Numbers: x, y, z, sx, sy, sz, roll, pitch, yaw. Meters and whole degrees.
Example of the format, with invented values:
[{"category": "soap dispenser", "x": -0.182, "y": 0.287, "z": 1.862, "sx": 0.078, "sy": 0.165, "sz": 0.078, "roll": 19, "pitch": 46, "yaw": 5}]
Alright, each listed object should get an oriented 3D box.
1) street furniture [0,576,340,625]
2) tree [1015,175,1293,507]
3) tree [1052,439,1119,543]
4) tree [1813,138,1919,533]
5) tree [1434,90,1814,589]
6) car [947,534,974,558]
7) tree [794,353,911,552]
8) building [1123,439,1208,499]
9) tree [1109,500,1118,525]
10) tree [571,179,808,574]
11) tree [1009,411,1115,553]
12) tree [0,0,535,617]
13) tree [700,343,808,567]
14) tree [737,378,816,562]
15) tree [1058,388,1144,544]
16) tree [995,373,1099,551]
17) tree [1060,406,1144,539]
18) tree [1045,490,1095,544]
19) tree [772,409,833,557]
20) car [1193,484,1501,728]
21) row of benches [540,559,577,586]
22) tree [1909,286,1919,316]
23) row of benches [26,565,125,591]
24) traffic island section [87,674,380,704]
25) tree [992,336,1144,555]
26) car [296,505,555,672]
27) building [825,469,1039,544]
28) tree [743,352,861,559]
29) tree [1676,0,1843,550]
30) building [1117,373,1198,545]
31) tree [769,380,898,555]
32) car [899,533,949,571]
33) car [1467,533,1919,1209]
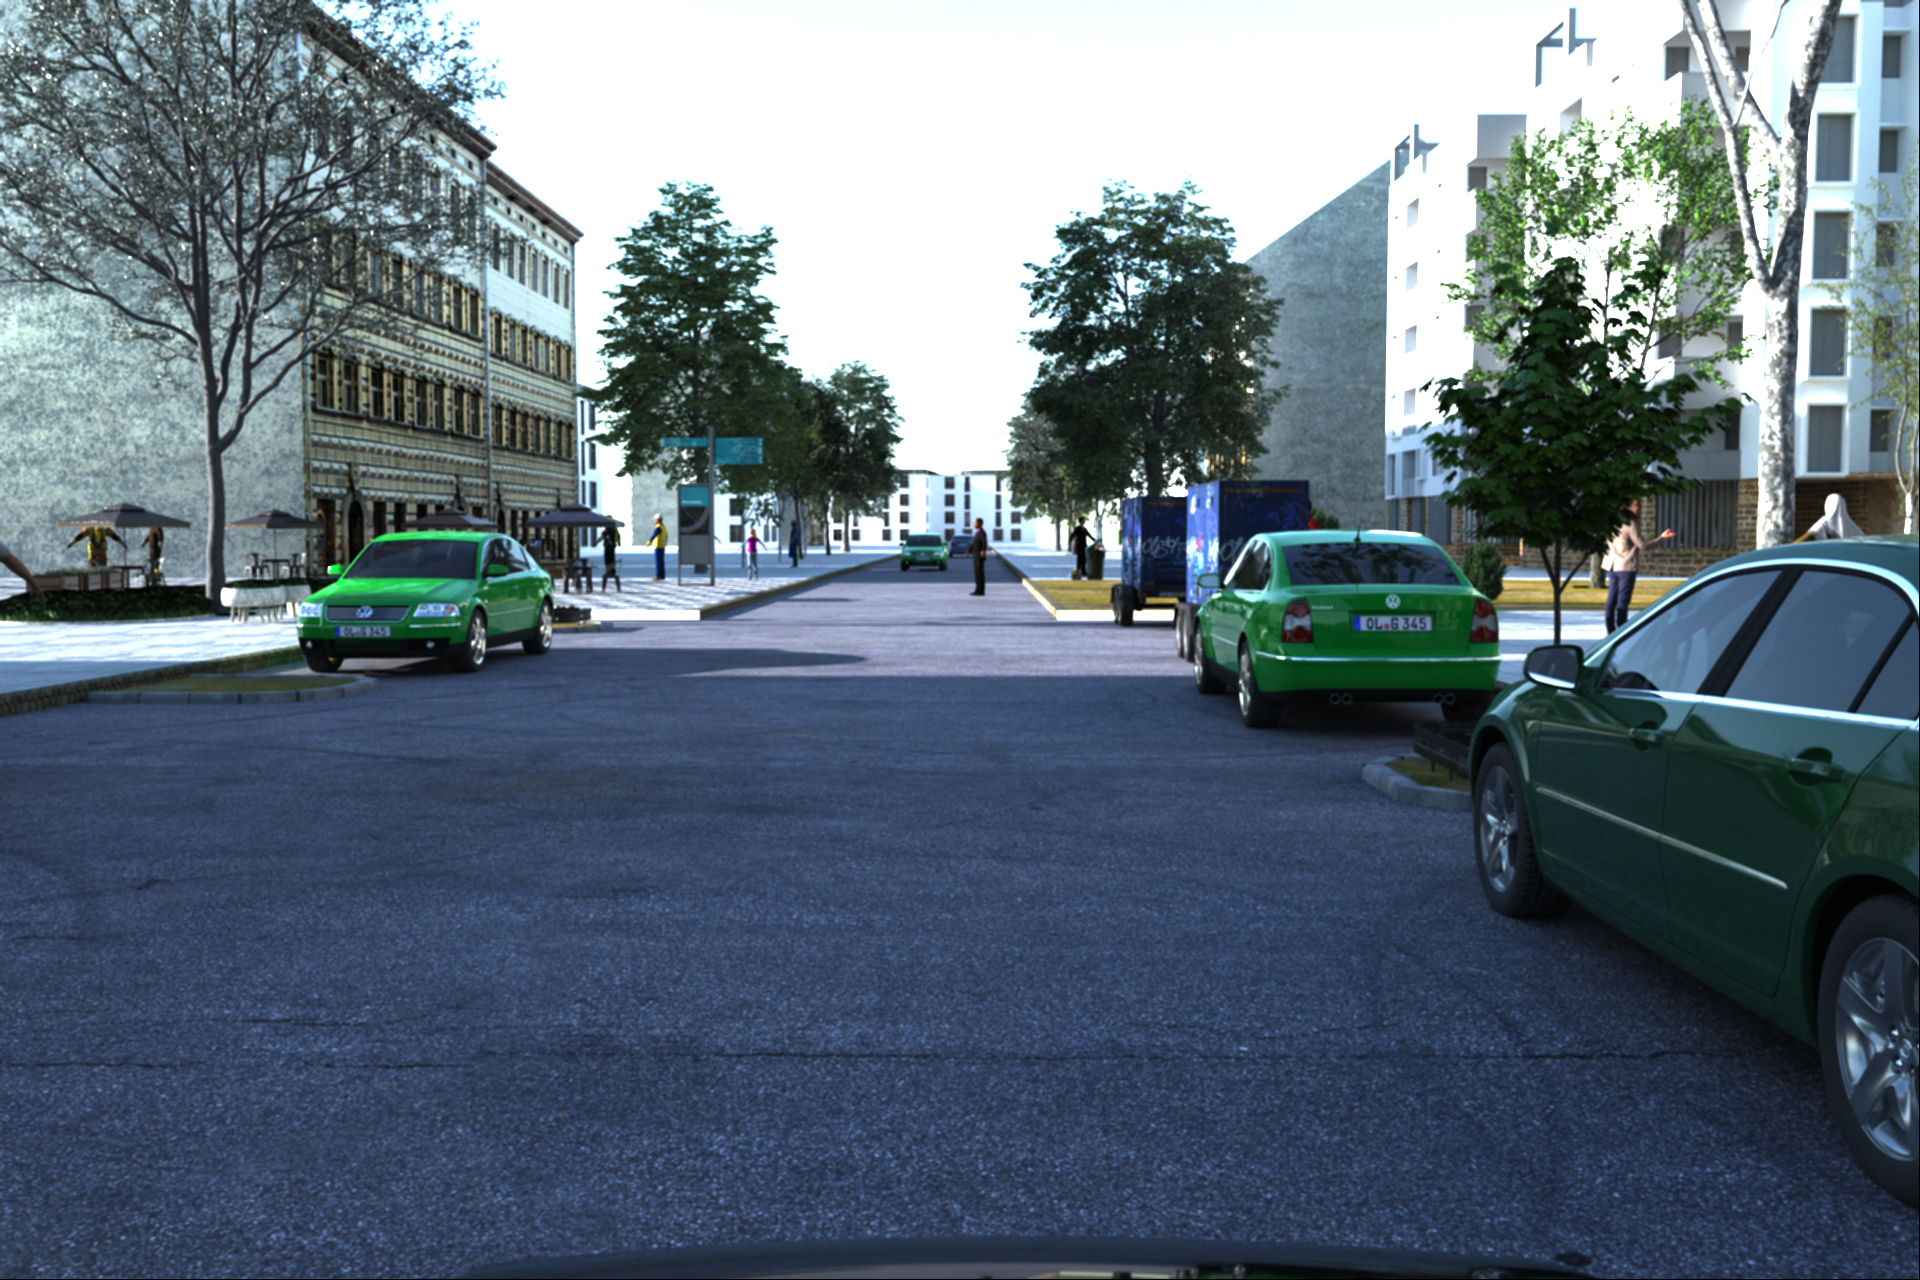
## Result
[{"category": "street furniture", "x": -11.625, "y": -0.837, "z": 29.313, "sx": 5.734, "sy": 0.657, "sz": 10.072, "roll": 1, "pitch": 4, "yaw": 10}, {"category": "tree", "x": 6.744, "y": -9.423, "z": 60.724, "sx": 9.857, "sy": 13.997, "sz": 8.962, "roll": 0, "pitch": 3, "yaw": 0}, {"category": "tree", "x": 7.300, "y": -8.874, "z": 95.454, "sx": 4.737, "sy": 8.622, "sz": 4.395, "roll": 0, "pitch": 3, "yaw": 0}, {"category": "tree", "x": 18.038, "y": -5.067, "z": 33.215, "sx": 4.360, "sy": 8.622, "sz": 3.978, "roll": 0, "pitch": 3, "yaw": 0}, {"category": "tree", "x": 15.321, "y": -7.036, "z": 40.787, "sx": 9.928, "sy": 11.665, "sz": 9.643, "roll": 0, "pitch": 3, "yaw": 0}, {"category": "car", "x": 0.178, "y": -5.796, "z": 106.766, "sx": 2.014, "sy": 1.417, "sz": 4.499, "roll": 0, "pitch": 3, "yaw": 0}, {"category": "tree", "x": -8.144, "y": -13.271, "z": 123.638, "sx": 9.857, "sy": 13.997, "sz": 8.962, "roll": 0, "pitch": 3, "yaw": 0}, {"category": "building", "x": 21.275, "y": -13.751, "z": 166.983, "sx": 9.099, "sy": 9.664, "sz": 28.070, "roll": 0, "pitch": 4, "yaw": 0}, {"category": "tree", "x": 22.966, "y": -18.754, "z": 224.747, "sx": 7.486, "sy": 12.596, "sz": 7.792, "roll": 0, "pitch": 3, "yaw": 0}, {"category": "tree", "x": -8.776, "y": -8.459, "z": 56.429, "sx": 7.486, "sy": 12.596, "sz": 7.792, "roll": 0, "pitch": 3, "yaw": 0}, {"category": "tree", "x": 7.583, "y": -11.331, "z": 119.670, "sx": 8.767, "sy": 10.594, "sz": 7.601, "roll": 0, "pitch": 4, "yaw": 2}, {"category": "tree", "x": -11.581, "y": -7.129, "z": 26.924, "sx": 12.009, "sy": 13.543, "sz": 11.850, "roll": 0, "pitch": 3, "yaw": 0}, {"category": "tree", "x": -8.170, "y": -7.090, "z": 66.283, "sx": 4.737, "sy": 8.622, "sz": 4.395, "roll": 0, "pitch": 3, "yaw": 0}, {"category": "tree", "x": -8.546, "y": -7.984, "z": 80.896, "sx": 4.737, "sy": 8.622, "sz": 4.395, "roll": 0, "pitch": 3, "yaw": 0}, {"category": "tree", "x": 6.625, "y": -7.982, "z": 80.862, "sx": 4.737, "sy": 8.622, "sz": 4.395, "roll": 0, "pitch": 3, "yaw": 0}, {"category": "tree", "x": 7.321, "y": -13.765, "z": 131.711, "sx": 9.857, "sy": 13.997, "sz": 8.962, "roll": 0, "pitch": 3, "yaw": 0}, {"category": "tree", "x": 6.761, "y": -8.387, "z": 87.492, "sx": 4.360, "sy": 8.622, "sz": 3.978, "roll": 0, "pitch": 3, "yaw": 0}, {"category": "tree", "x": 14.695, "y": -18.885, "z": 226.893, "sx": 7.486, "sy": 12.596, "sz": 7.792, "roll": 0, "pitch": 3, "yaw": 0}, {"category": "tree", "x": -8.717, "y": -8.952, "z": 96.734, "sx": 4.737, "sy": 8.622, "sz": 4.395, "roll": 0, "pitch": 3, "yaw": 0}, {"category": "car", "x": 2.999, "y": -0.329, "z": 14.167, "sx": 1.959, "sy": 1.807, "sz": 4.718, "roll": 0, "pitch": 4, "yaw": 0}, {"category": "row of benches", "x": -11.303, "y": -1.646, "z": 42.371, "sx": 4.104, "sy": 0.672, "sz": 1.422, "roll": -1, "pitch": 4, "yaw": -17}, {"category": "tree", "x": 28.693, "y": -8.065, "z": 42.225, "sx": 12.009, "sy": 13.543, "sz": 11.850, "roll": 0, "pitch": 3, "yaw": 0}, {"category": "row of benches", "x": -16.389, "y": -1.027, "z": 32.252, "sx": 1.422, "sy": 0.672, "sz": 4.104, "roll": -1, "pitch": 4, "yaw": -12}, {"category": "traffic island section", "x": -6.388, "y": 0.443, "z": 15.627, "sx": 1.991, "sy": 0.108, "sz": 1.994, "roll": 0, "pitch": 4, "yaw": 1}, {"category": "tree", "x": 7.017, "y": -12.044, "z": 107.291, "sx": 12.009, "sy": 13.543, "sz": 11.850, "roll": 0, "pitch": 3, "yaw": 0}, {"category": "car", "x": -5.845, "y": -0.645, "z": 19.349, "sx": 1.959, "sy": 1.807, "sz": 4.718, "roll": 0, "pitch": 4, "yaw": 1}, {"category": "building", "x": -3.935, "y": -17.063, "z": 223.587, "sx": 28.070, "sy": 9.664, "sz": 9.099, "roll": 0, "pitch": 4, "yaw": 6}, {"category": "tree", "x": -8.462, "y": -9.398, "z": 88.067, "sx": 7.601, "sy": 10.594, "sz": 8.767, "roll": 0, "pitch": 4, "yaw": 6}, {"category": "tree", "x": 9.416, "y": -10.091, "z": 20.871, "sx": 12.611, "sy": 20.169, "sz": 13.585, "roll": 0, "pitch": 3, "yaw": 0}, {"category": "building", "x": 27.702, "y": -20.208, "z": 196.856, "sx": 16.747, "sy": 18.905, "sz": 31.486, "roll": 0, "pitch": 4, "yaw": 0}, {"category": "tree", "x": -7.962, "y": -10.390, "z": 104.293, "sx": 8.767, "sy": 10.594, "sz": 7.601, "roll": -1, "pitch": 4, "yaw": -12}, {"category": "car", "x": -1.420, "y": -3.677, "z": 68.910, "sx": 1.959, "sy": 1.807, "sz": 4.718, "roll": 0, "pitch": 4, "yaw": 1}, {"category": "car", "x": 2.916, "y": 0.410, "z": 5.089, "sx": 2.131, "sy": 1.459, "sz": 4.920, "roll": 0, "pitch": 4, "yaw": 0}]
